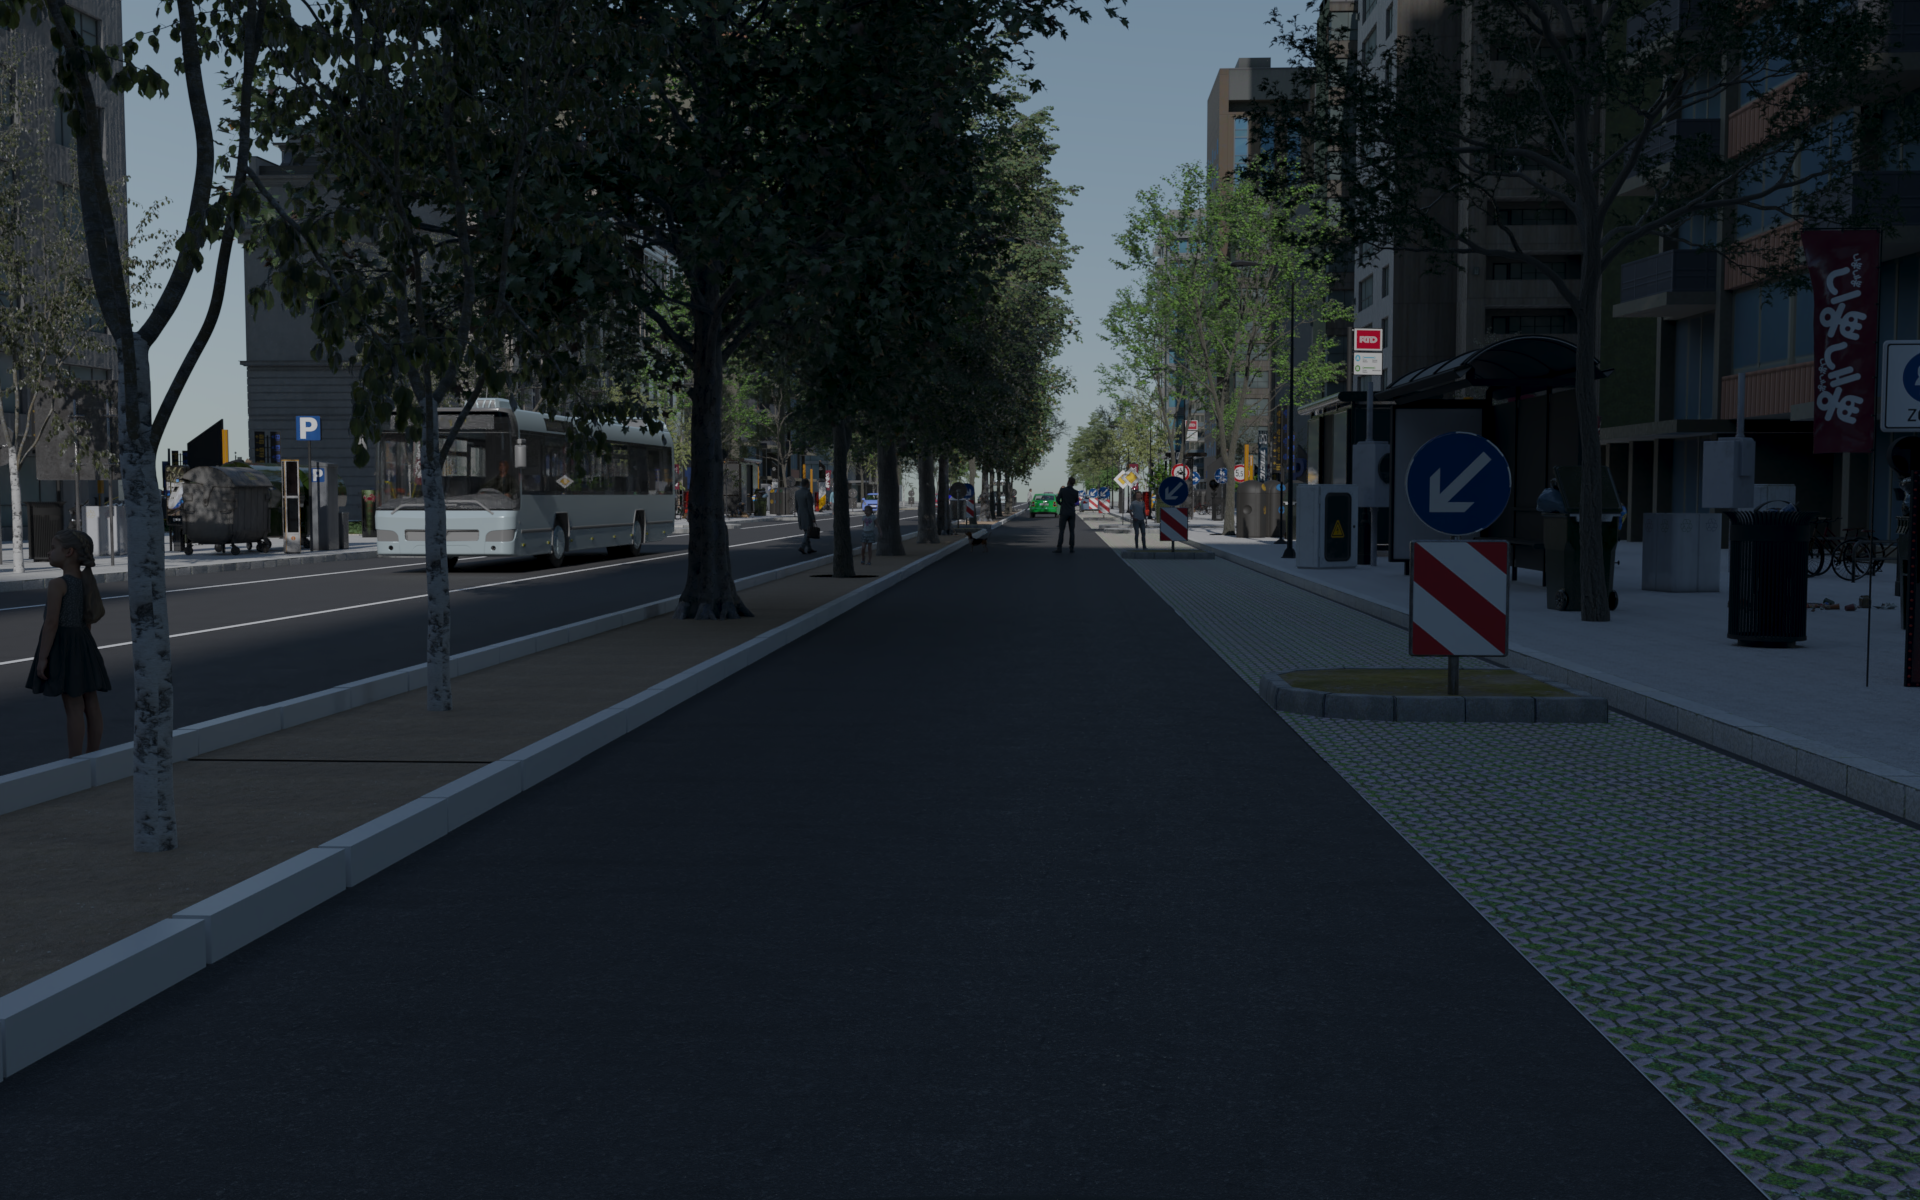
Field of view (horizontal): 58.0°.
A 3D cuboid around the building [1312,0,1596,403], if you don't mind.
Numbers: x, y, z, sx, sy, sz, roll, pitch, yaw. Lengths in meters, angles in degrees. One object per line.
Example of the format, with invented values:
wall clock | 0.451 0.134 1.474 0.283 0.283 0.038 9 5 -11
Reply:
building | 27.637 -20.207 102.078 14.160 30.474 14.107 0 4 3

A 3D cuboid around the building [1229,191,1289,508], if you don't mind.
building | 32.636 -24.082 165.447 14.160 30.474 14.107 0 4 3

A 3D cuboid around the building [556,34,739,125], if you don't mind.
building | -29.229 -31.083 162.830 22.147 44.769 28.867 0 4 3

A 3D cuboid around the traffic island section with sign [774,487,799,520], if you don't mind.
traffic island section with sign | -9.096 -5.301 95.304 1.989 1.847 2.006 0 4 3

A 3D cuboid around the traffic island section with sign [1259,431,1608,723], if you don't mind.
traffic island section with sign | 3.093 -0.191 11.755 1.989 1.847 2.006 0 4 3

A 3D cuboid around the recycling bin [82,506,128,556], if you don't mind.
recycling bin | -17.891 -1.450 36.266 0.722 1.027 0.722 -1 4 -10

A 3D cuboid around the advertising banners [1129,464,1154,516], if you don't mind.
advertising banners | 10.781 -6.337 99.791 2.074 3.025 0.090 0 4 -1

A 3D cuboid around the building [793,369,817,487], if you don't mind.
building | -27.986 -32.853 191.768 22.147 44.769 28.867 0 4 3

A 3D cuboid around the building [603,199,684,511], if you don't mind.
building | -27.482 -19.812 121.190 12.463 27.353 25.104 0 4 3

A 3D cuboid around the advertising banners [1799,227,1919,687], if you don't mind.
advertising banners | 6.554 -0.931 11.405 2.074 3.025 0.090 0 4 4

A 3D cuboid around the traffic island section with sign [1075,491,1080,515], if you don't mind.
traffic island section with sign | 9.181 -6.867 120.899 1.989 1.847 2.006 0 4 3

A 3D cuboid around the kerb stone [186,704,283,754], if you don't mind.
kerb stone | -4.187 0.749 9.954 0.120 0.150 1.000 0 4 3

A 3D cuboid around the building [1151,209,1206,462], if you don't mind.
building | 43.479 -40.939 288.956 23.786 49.044 30.456 0 4 3

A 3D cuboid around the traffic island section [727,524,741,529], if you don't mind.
traffic island section | -10.344 -3.087 72.748 2.009 0.180 2.903 0 4 3

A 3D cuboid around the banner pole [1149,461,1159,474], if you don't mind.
banner pole | 13.535 -7.971 120.337 0.863 3.779 0.401 0 4 3

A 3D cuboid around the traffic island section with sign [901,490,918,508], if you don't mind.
traffic island section with sign | -4.797 -10.013 172.342 1.989 1.847 2.006 0 4 3

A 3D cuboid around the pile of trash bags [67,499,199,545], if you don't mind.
pile of trash bags | -20.441 -2.031 42.959 3.447 1.369 1.912 0 4 -8

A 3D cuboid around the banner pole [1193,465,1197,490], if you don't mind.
banner pole | 17.742 -8.658 131.567 0.401 3.779 0.863 -2 4 -33

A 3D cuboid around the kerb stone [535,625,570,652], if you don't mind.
kerb stone | -3.844 0.373 16.090 0.120 0.150 1.000 0 4 3

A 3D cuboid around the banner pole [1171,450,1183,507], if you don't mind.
banner pole | 10.716 -5.854 85.732 0.863 3.779 0.401 2 4 24

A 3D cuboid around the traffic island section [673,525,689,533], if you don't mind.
traffic island section | -10.789 -2.599 64.776 2.009 0.180 2.903 0 4 3

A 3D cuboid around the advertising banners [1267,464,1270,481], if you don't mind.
advertising banners | 17.398 -6.368 100.304 2.074 3.025 0.090 -3 4 -38

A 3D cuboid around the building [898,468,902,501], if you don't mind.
building | -17.646 -32.292 299.670 14.160 30.474 14.107 0 4 3

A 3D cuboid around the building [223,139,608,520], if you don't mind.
building | -28.661 -15.566 96.298 13.314 21.916 24.055 0 4 3

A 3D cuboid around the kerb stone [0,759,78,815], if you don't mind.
kerb stone | -4.299 0.875 7.898 0.120 0.150 1.000 0 4 3

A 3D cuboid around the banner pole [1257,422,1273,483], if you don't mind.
banner pole | 10.600 -4.280 59.994 0.863 3.779 0.401 -2 4 -34

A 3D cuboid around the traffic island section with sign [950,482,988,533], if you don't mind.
traffic island section with sign | -0.107 -3.442 64.417 2.006 1.907 1.989 0 4 3

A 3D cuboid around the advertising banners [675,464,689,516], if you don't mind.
advertising banners | -15.872 -6.411 101.000 2.074 3.025 0.090 -2 4 -26

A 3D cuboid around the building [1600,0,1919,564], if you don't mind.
building | 27.099 -23.336 36.172 22.147 44.769 28.867 0 4 3

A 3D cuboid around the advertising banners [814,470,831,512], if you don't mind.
advertising banners | -10.394 -7.949 126.157 2.074 3.025 0.090 0 4 -7

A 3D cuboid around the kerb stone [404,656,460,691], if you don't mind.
kerb stone | -4.012 0.561 13.023 0.120 0.150 1.000 0 4 3

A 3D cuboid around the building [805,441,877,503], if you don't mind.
building | -27.034 -40.812 256.522 28.713 52.752 27.495 0 4 3

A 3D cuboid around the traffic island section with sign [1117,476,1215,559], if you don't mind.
traffic island section with sign | 4.609 -1.837 38.667 1.989 1.847 2.006 0 4 3

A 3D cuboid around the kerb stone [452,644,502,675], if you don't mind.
kerb stone | -3.956 0.498 14.049 0.120 0.150 1.000 0 4 3

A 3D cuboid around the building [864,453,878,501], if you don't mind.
building | -22.622 -40.204 281.042 21.300 48.544 21.600 0 4 3

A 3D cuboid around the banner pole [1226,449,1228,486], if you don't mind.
banner pole | 14.934 -6.507 96.400 0.401 3.779 0.863 2 4 29

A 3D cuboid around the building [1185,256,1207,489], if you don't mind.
building | 46.757 -34.859 261.828 32.217 40.220 23.993 0 4 3

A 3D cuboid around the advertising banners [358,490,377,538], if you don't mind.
advertising banners | -16.705 -3.365 51.205 2.074 3.025 0.090 -1 4 -22

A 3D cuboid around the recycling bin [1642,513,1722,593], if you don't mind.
recycling bin | 9.524 -0.631 22.872 0.722 1.027 0.722 -1 4 -12

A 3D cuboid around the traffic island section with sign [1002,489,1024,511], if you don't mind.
traffic island section with sign | 4.489 -8.483 146.835 2.006 1.907 1.989 0 4 3

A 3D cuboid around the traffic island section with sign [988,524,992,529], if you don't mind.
traffic island section with sign | 0.315 -3.895 71.812 2.006 1.907 1.989 0 4 3

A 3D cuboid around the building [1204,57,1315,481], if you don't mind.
building | 32.955 -32.356 179.125 14.600 45.320 14.200 0 4 3

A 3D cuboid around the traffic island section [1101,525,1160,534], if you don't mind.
traffic island section | 6.325 -2.541 63.820 2.009 0.180 2.903 0 4 3

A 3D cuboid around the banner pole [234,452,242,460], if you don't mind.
banner pole | -42.670 -6.876 102.446 0.863 3.779 0.401 2 4 33

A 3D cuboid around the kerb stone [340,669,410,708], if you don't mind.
kerb stone | -4.074 0.623 12.002 0.120 0.150 1.000 0 4 3

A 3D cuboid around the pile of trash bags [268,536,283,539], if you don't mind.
pile of trash bags | -20.386 -2.497 50.572 1.912 1.369 3.447 -2 4 -33

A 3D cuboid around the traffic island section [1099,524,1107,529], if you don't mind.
traffic island section | 6.770 -3.028 71.793 2.009 0.180 2.903 0 4 3

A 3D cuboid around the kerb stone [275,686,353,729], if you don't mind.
kerb stone | -4.125 0.690 10.980 0.120 0.150 1.000 0 4 3

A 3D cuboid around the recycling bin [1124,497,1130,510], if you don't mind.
recycling bin | 13.067 -7.624 137.205 0.722 1.027 0.722 1 4 21

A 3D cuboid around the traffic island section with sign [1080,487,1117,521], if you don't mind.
traffic island section with sign | 7.673 -5.212 93.841 1.989 1.847 2.006 0 4 3

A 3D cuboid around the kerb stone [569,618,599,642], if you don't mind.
kerb stone | -3.784 0.310 17.123 0.120 0.150 1.000 0 4 3

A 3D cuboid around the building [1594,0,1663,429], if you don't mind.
building | 27.925 -19.274 86.830 14.107 30.474 14.160 0 4 3

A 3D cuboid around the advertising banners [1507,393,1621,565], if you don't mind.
advertising banners | 10.499 -2.078 30.166 2.074 3.025 0.090 0 4 -4

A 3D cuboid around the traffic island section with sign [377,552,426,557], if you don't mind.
traffic island section with sign | -12.175 -1.926 40.114 1.989 1.847 2.006 0 4 3

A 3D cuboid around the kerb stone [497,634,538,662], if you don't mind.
kerb stone | -3.903 0.436 15.070 0.120 0.150 1.000 0 4 3

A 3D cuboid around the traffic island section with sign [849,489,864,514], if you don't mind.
traffic island section with sign | -7.572 -6.967 122.532 1.989 1.847 2.006 0 4 3

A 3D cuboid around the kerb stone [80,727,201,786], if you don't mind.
kerb stone | -4.234 0.812 8.927 0.120 0.150 1.000 0 4 3

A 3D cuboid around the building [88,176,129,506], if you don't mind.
building | -54.505 -14.744 90.211 18.267 20.994 9.793 0 4 3

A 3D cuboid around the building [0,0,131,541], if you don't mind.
building | -31.948 -22.244 47.280 14.086 41.232 14.154 0 4 3
